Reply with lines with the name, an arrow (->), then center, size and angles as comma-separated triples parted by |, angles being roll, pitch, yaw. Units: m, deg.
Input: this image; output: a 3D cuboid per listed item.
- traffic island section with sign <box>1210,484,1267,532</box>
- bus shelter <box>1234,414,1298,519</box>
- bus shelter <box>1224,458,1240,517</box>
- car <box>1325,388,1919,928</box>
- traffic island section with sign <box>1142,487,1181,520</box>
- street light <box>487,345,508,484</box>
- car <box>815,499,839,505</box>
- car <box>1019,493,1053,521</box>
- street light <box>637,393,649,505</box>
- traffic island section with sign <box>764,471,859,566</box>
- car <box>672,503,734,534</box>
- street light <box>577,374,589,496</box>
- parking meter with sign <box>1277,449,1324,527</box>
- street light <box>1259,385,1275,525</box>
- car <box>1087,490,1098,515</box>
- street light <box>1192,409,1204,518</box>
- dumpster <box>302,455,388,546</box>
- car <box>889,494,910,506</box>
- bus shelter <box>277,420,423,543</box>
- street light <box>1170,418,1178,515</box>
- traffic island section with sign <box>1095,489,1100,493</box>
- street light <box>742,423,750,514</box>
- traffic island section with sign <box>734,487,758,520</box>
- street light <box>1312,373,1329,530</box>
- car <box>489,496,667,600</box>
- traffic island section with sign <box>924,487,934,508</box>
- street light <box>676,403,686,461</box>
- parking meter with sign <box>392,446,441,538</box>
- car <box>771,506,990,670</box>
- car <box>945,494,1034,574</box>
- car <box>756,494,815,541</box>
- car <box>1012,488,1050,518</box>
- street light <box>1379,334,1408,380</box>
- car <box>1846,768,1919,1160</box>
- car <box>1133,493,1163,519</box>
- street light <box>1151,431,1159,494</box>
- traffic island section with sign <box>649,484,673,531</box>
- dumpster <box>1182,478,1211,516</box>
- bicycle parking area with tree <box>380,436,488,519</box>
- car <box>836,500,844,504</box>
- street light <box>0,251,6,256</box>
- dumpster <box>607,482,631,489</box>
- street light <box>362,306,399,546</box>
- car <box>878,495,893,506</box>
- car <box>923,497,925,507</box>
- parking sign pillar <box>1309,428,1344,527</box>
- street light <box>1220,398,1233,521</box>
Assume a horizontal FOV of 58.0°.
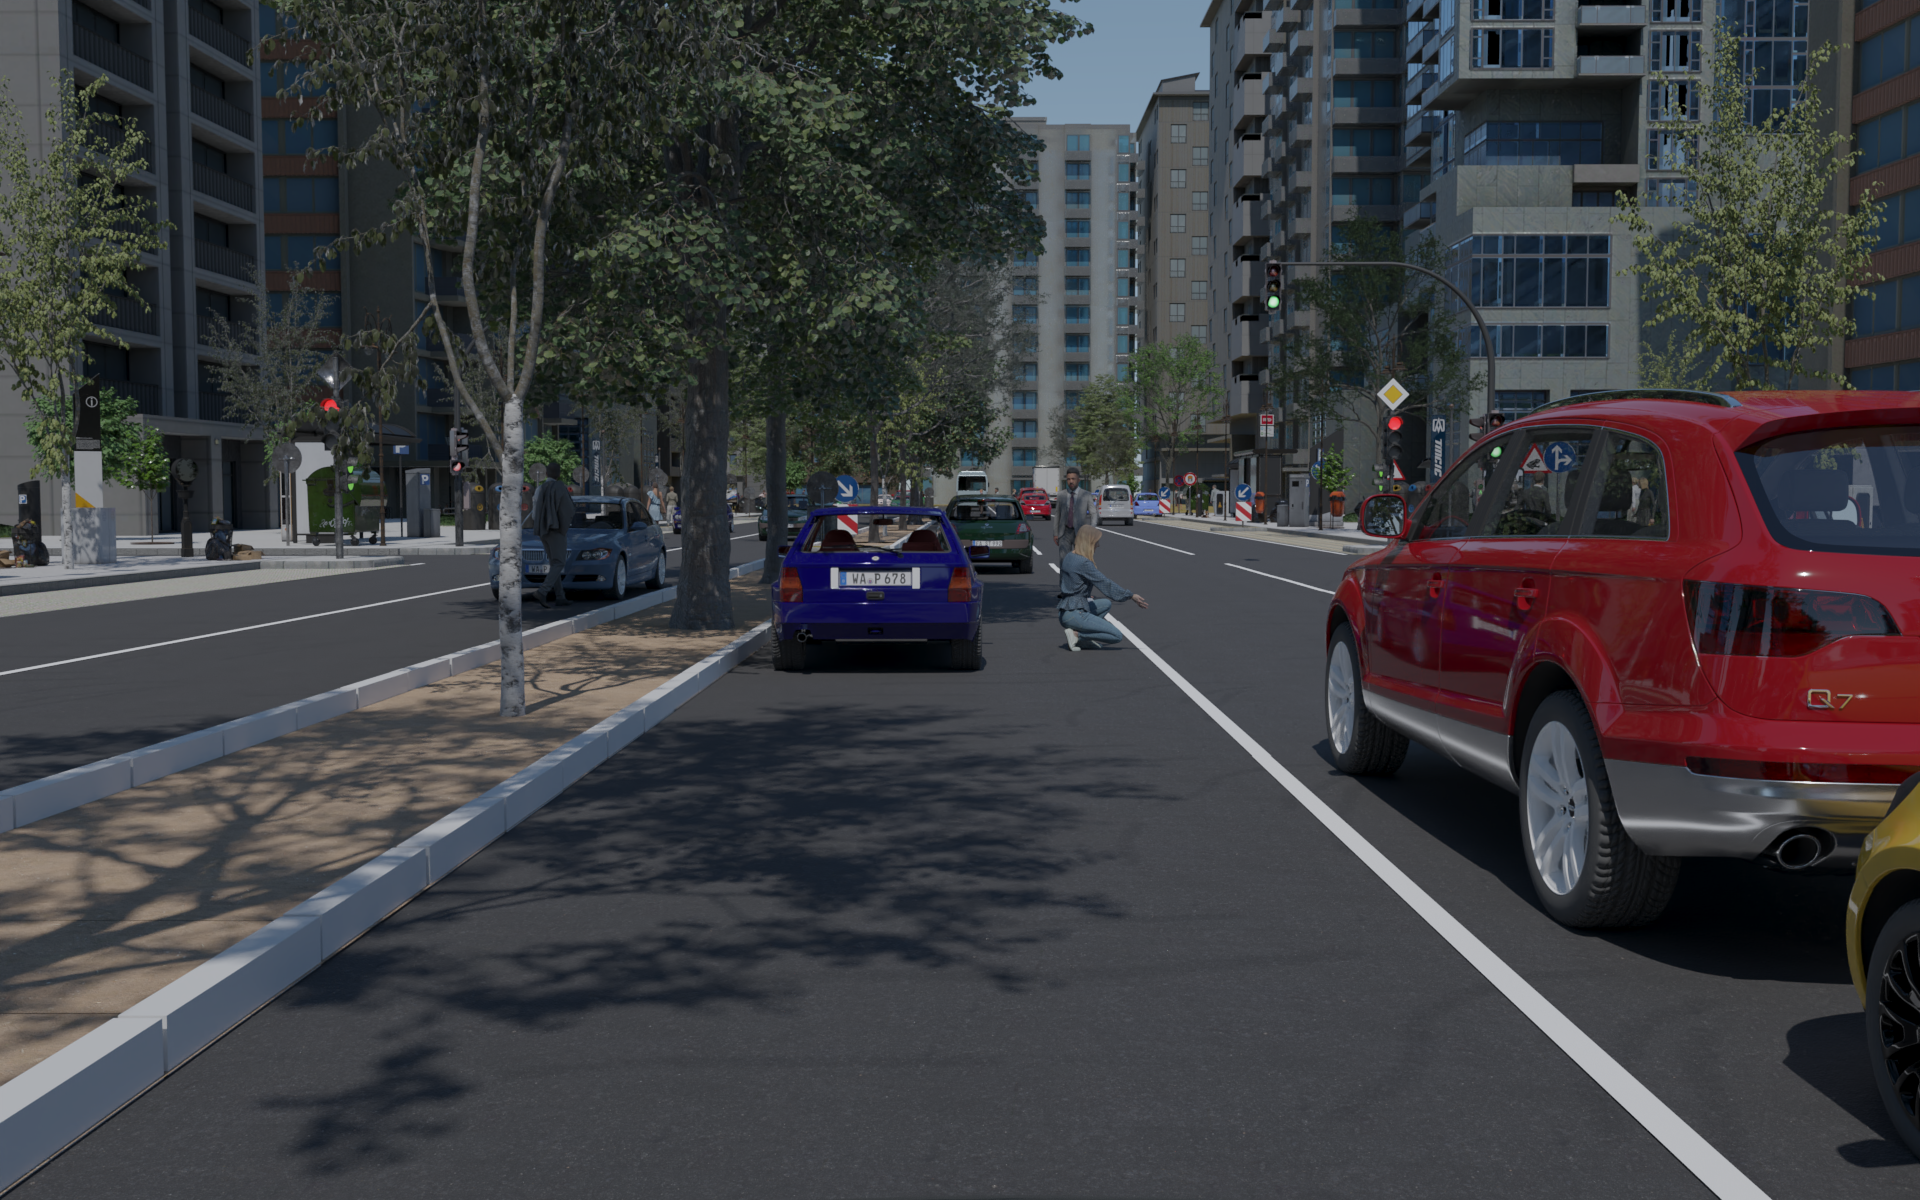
traffic island section with sign -> 10.694, -3.554, 66.740 | 1.989, 1.847, 2.006 | 0, 4, 0
bus shelter -> 14.664, -6.537, 84.508 | 2.179, 5.291, 8.768 | 0, 4, 1
bus shelter -> 15.547, -6.046, 92.770 | 2.014, 3.302, 5.546 | 0, 4, 1
car -> 2.969, 0.086, 7.263 | 2.281, 1.827, 5.304 | 0, 4, -1
traffic island section with sign -> 10.936, -5.234, 94.205 | 1.989, 1.847, 2.006 | 0, 4, 0
street light -> -14.210, -4.955, 53.805 | 0.468, 5.910, 1.993 | 0, 4, 0
car -> -8.151, -5.671, 102.511 | 2.009, 1.686, 4.222 | 0, 3, 0
car -> 4.051, -5.252, 94.903 | 2.155, 1.783, 4.494 | 0, 4, 1
street light -> -13.958, -6.306, 75.896 | 0.468, 5.910, 1.993 | 0, 4, 0
traffic island section with sign -> -2.799, -1.613, 34.506 | 2.006, 1.907, 1.989 | 0, 4, 0
car -> -9.333, -3.085, 63.012 | 1.945, 1.354, 3.894 | 0, 4, 2
street light -> -14.048, -5.614, 64.572 | 0.468, 5.910, 1.993 | 0, 4, 0
parking meter with sign -> 13.154, -4.335, 67.137 | 1.738, 3.016, 0.543 | 2, 4, 35
street light -> 12.806, -6.093, 72.402 | 0.468, 5.910, 1.993 | 0, 4, 0
car -> 7.908, -5.752, 103.628 | 1.945, 1.707, 3.694 | 0, 4, 1
street light -> 12.919, -7.430, 94.267 | 0.468, 5.910, 1.993 | 0, 4, 0
dumpster -> -15.352, -2.491, 43.227 | 1.502, 2.255, 1.985 | 0, 4, 0
car -> -4.601, -7.779, 138.977 | 2.131, 1.459, 4.920 | 0, 4, 0
bus shelter -> -16.576, -3.273, 47.436 | 2.014, 3.302, 5.546 | 0, 4, 0
street light -> 12.971, -8.088, 105.034 | 0.468, 5.910, 1.993 | 0, 4, 0
traffic island section with sign -> 11.360, -8.284, 144.075 | 1.989, 1.847, 2.006 | 0, 4, 0
street light -> -13.662, -8.429, 110.597 | 0.468, 5.910, 1.993 | 0, 4, 0
traffic island section with sign -> -11.486, -5.251, 94.482 | 1.989, 1.847, 2.006 | 0, 4, 0
street light -> 12.718, -5.388, 60.889 | 0.468, 5.910, 1.993 | 0, 4, 0
car -> -5.400, -0.793, 24.965 | 2.014, 1.417, 4.499 | 0, 4, 2
traffic island section with sign -> -2.105, -6.661, 117.049 | 2.006, 1.907, 1.989 | 0, 4, 0
street light -> -13.861, -6.973, 86.796 | 0.468, 5.910, 1.993 | 0, 4, 0
parking meter with sign -> -16.069, -3.368, 51.322 | 1.738, 3.016, 0.543 | 3, 4, 37
car -> -0.693, -0.175, 15.441 | 1.945, 1.354, 3.894 | 0, 4, -1
car -> 0.426, -1.391, 32.530 | 2.009, 1.686, 4.222 | 0, 4, -1
car -> -5.304, -2.712, 54.124 | 2.009, 1.686, 4.222 | 0, 4, -1
car -> 4.258, -5.748, 102.657 | 2.281, 1.827, 5.304 | 0, 4, 0
street light -> 12.517, -4.730, 50.123 | 0.468, 5.910, 1.993 | 0, 4, 0
car -> 2.848, 0.476, 2.439 | 2.015, 1.641, 3.980 | 0, 4, 2
car -> 10.710, -5.522, 99.875 | 1.945, 1.707, 3.694 | 0, 4, 1
street light -> 13.132, -8.792, 116.542 | 0.468, 5.910, 1.993 | 0, 4, 0
traffic island section with sign -> -11.725, -3.566, 66.937 | 1.989, 1.847, 2.006 | 0, 4, 0
dumpster -> 14.114, -6.158, 103.178 | 1.502, 2.255, 1.985 | 0, 4, 0
bicycle parking area with tree -> -27.728, -6.011, 85.280 | 8.231, 4.147, 9.016 | 1, 4, 19
car -> -8.184, -6.090, 108.370 | 1.959, 1.807, 4.718 | 0, 3, 0
street light -> -14.292, -3.185, 24.868 | 0.468, 5.910, 1.993 | 0, 4, 0
dumpster -> -16.932, -4.942, 86.552 | 1.264, 1.857, 1.865 | 0, 4, 0
street light -> -14.267, -4.273, 42.653 | 0.468, 5.910, 1.993 | 0, 4, 0
car -> -8.028, -10.502, 184.076 | 2.083, 1.381, 4.827 | 0, 4, 2
car -> -4.452, -10.059, 173.256 | 1.959, 1.807, 4.718 | 0, 4, 1
parking sign pillar -> 14.490, -4.900, 68.593 | 1.447, 3.967, 1.447 | 0, 4, 3
street light -> 12.762, -6.751, 83.170 | 0.468, 5.910, 1.993 | 0, 4, 0
